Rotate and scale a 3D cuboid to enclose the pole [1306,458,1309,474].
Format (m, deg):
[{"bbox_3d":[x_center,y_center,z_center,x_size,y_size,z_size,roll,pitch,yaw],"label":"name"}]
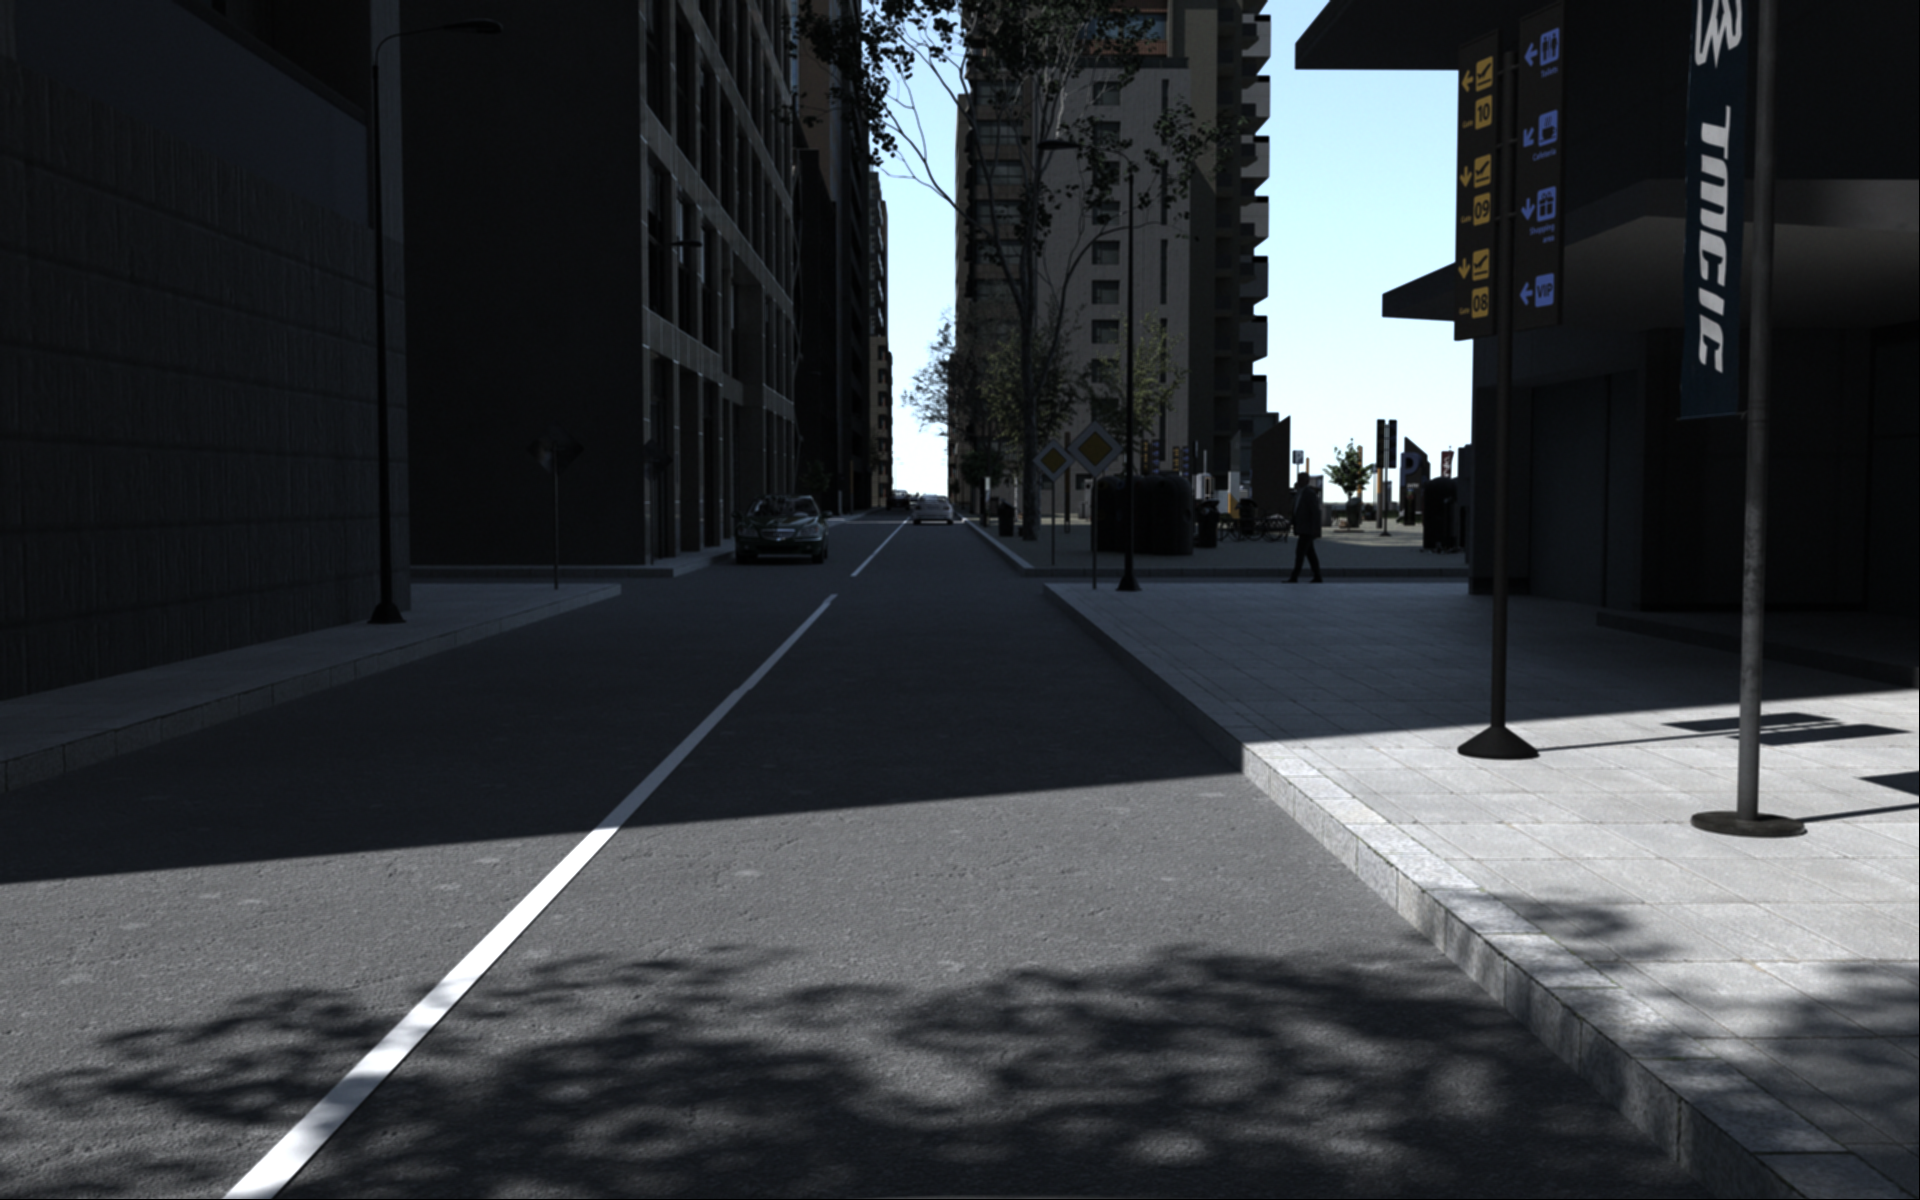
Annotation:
[{"bbox_3d":[19.368,-6.283,96.577,0.158,3.312,0.155,0,3,0],"label":"pole"}]

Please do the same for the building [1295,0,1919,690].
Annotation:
[{"bbox_3d":[17.811,-25.651,8.636,28.713,52.752,27.495,0,4,-1],"label":"building"}]

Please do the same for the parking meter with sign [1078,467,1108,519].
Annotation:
[{"bbox_3d":[6.766,-5.656,88.742,0.543,3.016,1.738,-3,5,-41],"label":"parking meter with sign"}]

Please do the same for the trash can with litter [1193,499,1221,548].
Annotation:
[{"bbox_3d":[5.777,-1.851,41.651,0.624,1.170,1.055,-2,4,-30],"label":"trash can with litter"}]

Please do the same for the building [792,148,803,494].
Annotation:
[{"bbox_3d":[-15.203,-12.588,73.272,16.820,18.784,16.811,0,4,-1],"label":"building"}]

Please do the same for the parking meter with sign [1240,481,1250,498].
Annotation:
[{"bbox_3d":[17.139,-6.564,103.580,1.738,3.016,0.543,-2,4,-29],"label":"parking meter with sign"}]

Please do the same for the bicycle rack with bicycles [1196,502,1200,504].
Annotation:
[{"bbox_3d":[13.288,-5.087,96.546,2.925,0.926,2.852,0,4,-7],"label":"bicycle rack with bicycles"}]

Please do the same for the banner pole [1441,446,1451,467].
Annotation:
[{"bbox_3d":[25.186,-6.096,89.692,0.401,3.779,0.863,-2,4,-28],"label":"banner pole"}]

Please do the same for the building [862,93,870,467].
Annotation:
[{"bbox_3d":[-16.172,-29.831,171.330,14.154,41.232,14.086,0,4,-1],"label":"building"}]

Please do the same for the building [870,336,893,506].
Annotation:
[{"bbox_3d":[-22.078,-21.967,204.206,27.650,21.520,28.899,0,4,-1],"label":"building"}]

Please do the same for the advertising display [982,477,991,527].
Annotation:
[{"bbox_3d":[1.023,-3.775,66.932,0.123,1.923,0.974,1,4,13],"label":"advertising display"}]

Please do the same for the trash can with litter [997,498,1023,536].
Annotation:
[{"bbox_3d":[1.650,-2.521,52.611,1.055,1.170,0.624,1,4,8],"label":"trash can with litter"}]

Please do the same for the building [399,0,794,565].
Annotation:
[{"bbox_3d":[-15.564,-14.850,47.312,19.350,26.468,34.151,0,4,-1],"label":"building"}]

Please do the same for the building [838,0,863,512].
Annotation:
[{"bbox_3d":[-18.505,-31.068,131.661,21.300,48.544,21.600,0,4,-1],"label":"building"}]

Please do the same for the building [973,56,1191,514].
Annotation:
[{"bbox_3d":[7.853,-21.199,118.310,14.160,30.474,14.107,0,4,-1],"label":"building"}]

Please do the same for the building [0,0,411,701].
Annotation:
[{"bbox_3d":[-19.996,-28.786,12.653,28.212,58.520,21.231,0,4,-1],"label":"building"}]

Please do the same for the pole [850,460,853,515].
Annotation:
[{"bbox_3d":[-6.572,-6.794,104.922,0.158,3.312,0.155,0,3,0],"label":"pole"}]

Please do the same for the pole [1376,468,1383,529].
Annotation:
[{"bbox_3d":[15.579,-4.306,64.244,0.158,3.312,0.155,0,3,0],"label":"pole"}]

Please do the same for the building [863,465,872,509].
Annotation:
[{"bbox_3d":[-18.250,-43.681,152.443,20.563,71.187,20.611,0,4,-1],"label":"building"}]

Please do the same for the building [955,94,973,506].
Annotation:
[{"bbox_3d":[10.228,-35.330,201.353,21.300,48.544,21.600,0,4,-1],"label":"building"}]

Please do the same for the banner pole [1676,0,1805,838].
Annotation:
[{"bbox_3d":[3.012,-1.025,6.771,0.401,3.779,0.863,0,4,-3],"label":"banner pole"}]

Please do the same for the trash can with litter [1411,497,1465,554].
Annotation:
[{"bbox_3d":[10.605,-1.653,38.083,1.678,1.210,2.233,2,4,26],"label":"trash can with litter"}]

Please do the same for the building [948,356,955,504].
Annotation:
[{"bbox_3d":[12.325,-23.401,227.641,27.650,21.520,28.899,0,4,-1],"label":"building"}]

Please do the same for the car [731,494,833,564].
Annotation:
[{"bbox_3d":[-3.784,-1.551,37.163,2.131,1.459,4.920,0,4,-3],"label":"car"}]

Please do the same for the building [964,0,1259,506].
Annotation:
[{"bbox_3d":[11.503,-29.649,139.382,22.147,44.769,28.867,0,4,-1],"label":"building"}]

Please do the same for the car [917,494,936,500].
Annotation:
[{"bbox_3d":[-2.415,-7.848,138.101,2.009,1.686,4.222,0,4,-1],"label":"car"}]

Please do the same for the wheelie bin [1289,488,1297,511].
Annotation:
[{"bbox_3d":[16.689,-4.864,87.431,0.980,1.594,0.693,-2,4,-25],"label":"wheelie bin"}]

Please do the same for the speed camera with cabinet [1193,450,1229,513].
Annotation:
[{"bbox_3d":[11.498,-5.171,78.884,2.038,3.252,0.660,-3,5,-39],"label":"speed camera with cabinet"}]

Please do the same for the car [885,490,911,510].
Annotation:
[{"bbox_3d":[-5.466,-8.835,153.117,2.281,1.827,5.304,0,4,0],"label":"car"}]

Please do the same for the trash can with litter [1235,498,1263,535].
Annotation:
[{"bbox_3d":[9.117,-2.624,54.289,0.624,1.170,1.055,3,4,39],"label":"trash can with litter"}]

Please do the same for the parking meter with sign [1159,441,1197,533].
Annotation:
[{"bbox_3d":[6.888,-3.709,56.904,1.738,3.016,0.543,1,4,14],"label":"parking meter with sign"}]

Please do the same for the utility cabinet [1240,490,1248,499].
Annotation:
[{"bbox_3d":[15.729,-5.478,98.237,1.173,1.500,0.318,-1,4,-11],"label":"utility cabinet"}]

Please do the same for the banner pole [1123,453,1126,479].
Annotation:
[{"bbox_3d":[9.198,-6.508,96.425,0.401,3.779,0.863,1,4,21],"label":"banner pole"}]

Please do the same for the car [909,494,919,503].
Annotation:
[{"bbox_3d":[-7.118,-15.209,260.668,2.014,1.417,4.499,0,4,-2],"label":"car"}]

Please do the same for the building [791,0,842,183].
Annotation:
[{"bbox_3d":[-15.016,-28.327,113.253,14.600,45.320,14.200,0,4,-1],"label":"building"}]

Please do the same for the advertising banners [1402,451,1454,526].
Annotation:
[{"bbox_3d":[18.998,-4.532,70.293,2.074,3.025,0.090,0,4,2],"label":"advertising banners"}]

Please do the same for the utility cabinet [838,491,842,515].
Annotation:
[{"bbox_3d":[-7.490,-5.880,104.819,0.318,1.500,1.173,-2,4,-26],"label":"utility cabinet"}]

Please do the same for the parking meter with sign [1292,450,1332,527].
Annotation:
[{"bbox_3d":[13.917,-4.401,68.221,0.543,3.016,1.738,-3,4,-36],"label":"parking meter with sign"}]

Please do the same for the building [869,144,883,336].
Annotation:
[{"bbox_3d":[-21.742,-37.516,232.997,23.786,49.044,30.456,0,4,-1],"label":"building"}]

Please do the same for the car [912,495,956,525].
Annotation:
[{"bbox_3d":[-1.245,-4.253,81.891,2.083,1.381,4.827,0,4,0],"label":"car"}]

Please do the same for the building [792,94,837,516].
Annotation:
[{"bbox_3d":[-13.363,-16.230,95.040,12.332,23.373,15.834,0,4,-1],"label":"building"}]

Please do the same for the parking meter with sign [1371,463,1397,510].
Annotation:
[{"bbox_3d":[24.043,-6.223,98.012,0.543,3.016,1.738,-2,4,-30],"label":"parking meter with sign"}]

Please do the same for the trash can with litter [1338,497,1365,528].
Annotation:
[{"bbox_3d":[14.690,-3.282,65.044,0.624,1.170,1.055,3,5,45],"label":"trash can with litter"}]

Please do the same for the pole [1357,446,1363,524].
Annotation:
[{"bbox_3d":[16.975,-4.874,73.533,0.158,3.312,0.155,0,3,0],"label":"pole"}]

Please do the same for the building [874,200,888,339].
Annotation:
[{"bbox_3d":[-17.694,-37.086,256.467,14.600,45.320,14.200,0,4,-1],"label":"building"}]

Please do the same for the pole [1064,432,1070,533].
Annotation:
[{"bbox_3d":[3.540,-3.870,57.114,0.158,3.312,0.155,0,3,0],"label":"pole"}]

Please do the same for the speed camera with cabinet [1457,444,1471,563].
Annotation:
[{"bbox_3d":[10.145,-2.279,31.592,2.038,3.252,0.660,3,5,43],"label":"speed camera with cabinet"}]

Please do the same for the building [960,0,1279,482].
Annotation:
[{"bbox_3d":[14.621,-35.417,168.307,28.713,52.752,27.495,0,4,-1],"label":"building"}]
